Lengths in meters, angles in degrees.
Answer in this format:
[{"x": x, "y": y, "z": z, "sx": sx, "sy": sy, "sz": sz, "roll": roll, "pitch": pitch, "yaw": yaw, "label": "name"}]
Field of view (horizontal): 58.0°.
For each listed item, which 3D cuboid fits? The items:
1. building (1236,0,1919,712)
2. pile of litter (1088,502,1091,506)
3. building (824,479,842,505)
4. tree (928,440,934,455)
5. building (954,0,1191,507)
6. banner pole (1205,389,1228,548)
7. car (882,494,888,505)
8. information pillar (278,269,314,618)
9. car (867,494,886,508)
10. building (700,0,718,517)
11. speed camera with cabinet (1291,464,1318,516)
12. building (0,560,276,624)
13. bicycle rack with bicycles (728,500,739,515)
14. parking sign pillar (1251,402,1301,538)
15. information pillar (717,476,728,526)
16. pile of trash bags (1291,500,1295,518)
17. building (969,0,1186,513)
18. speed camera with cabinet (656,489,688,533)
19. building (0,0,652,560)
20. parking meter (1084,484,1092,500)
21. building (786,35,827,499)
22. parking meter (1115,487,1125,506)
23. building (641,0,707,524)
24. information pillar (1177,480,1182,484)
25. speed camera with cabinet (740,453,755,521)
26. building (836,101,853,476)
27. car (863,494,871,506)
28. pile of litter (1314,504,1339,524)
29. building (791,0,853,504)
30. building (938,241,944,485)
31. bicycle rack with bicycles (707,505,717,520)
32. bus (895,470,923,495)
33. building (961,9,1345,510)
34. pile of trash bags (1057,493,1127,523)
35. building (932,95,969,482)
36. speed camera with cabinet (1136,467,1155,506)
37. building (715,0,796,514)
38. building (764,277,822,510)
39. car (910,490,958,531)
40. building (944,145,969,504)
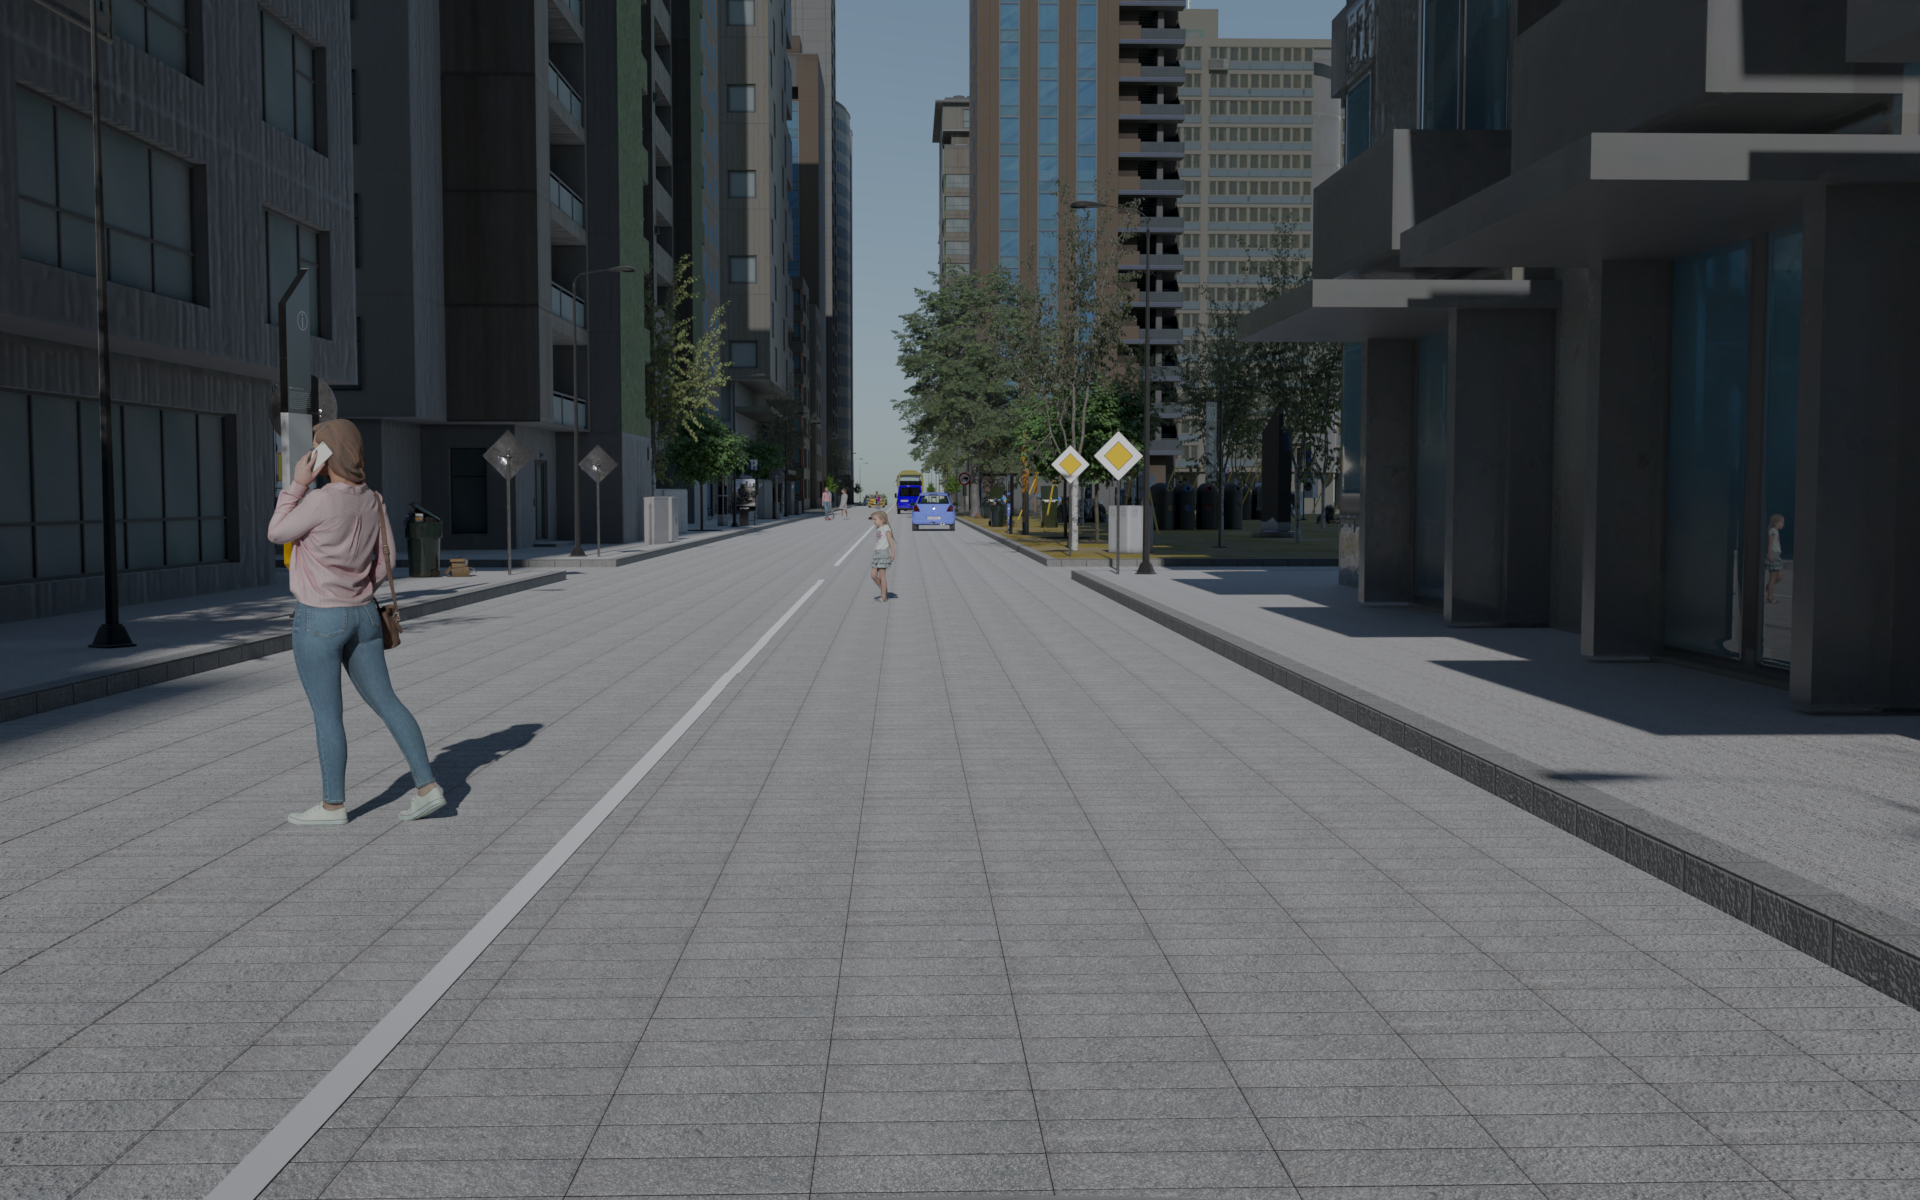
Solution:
[{"x": 15.319, "y": -23.920, "z": 10.702, "sx": 23.786, "sy": 49.044, "sz": 30.456, "roll": 0, "pitch": 4, "yaw": -2, "label": "building"}, {"x": 6.693, "y": -4.934, "z": 94.640, "sx": 1.176, "sy": 0.858, "sz": 1.719, "roll": 0, "pitch": 4, "yaw": 0, "label": "pile of litter"}, {"x": -30.466, "y": -31.443, "z": 205.968, "sx": 32.217, "sy": 40.220, "sz": 23.993, "roll": 0, "pitch": 4, "yaw": -2, "label": "building"}, {"x": -1.704, "y": -15.004, "z": 195.672, "sx": 4.737, "sy": 8.622, "sz": 4.395, "roll": 0, "pitch": 3, "yaw": 0, "label": "tree"}, {"x": 10.978, "y": -52.371, "z": 168.931, "sx": 22.319, "sy": 86.520, "sz": 31.000, "roll": 0, "pitch": 4, "yaw": -2, "label": "building"}, {"x": 6.084, "y": -3.139, "z": 41.345, "sx": 0.401, "sy": 3.779, "sz": 0.863, "roll": 3, "pitch": 5, "yaw": 43, "label": "banner pole"}, {"x": -10.136, "y": -12.905, "z": 219.798, "sx": 1.959, "sy": 1.807, "sz": 4.718, "roll": 0, "pitch": 4, "yaw": -1, "label": "car"}, {"x": -6.833, "y": -1.622, "z": 17.872, "sx": 0.183, "sy": 3.616, "sz": 0.504, "roll": 1, "pitch": 4, "yaw": 8, "label": "information pillar"}, {"x": -8.766, "y": -10.521, "z": 182.244, "sx": 2.015, "sy": 1.641, "sz": 3.980, "roll": 0, "pitch": 4, "yaw": -1, "label": "car"}, {"x": -20.667, "y": -27.089, "z": 93.021, "sx": 14.600, "sy": 45.320, "sz": 14.200, "roll": 0, "pitch": 4, "yaw": -2, "label": "building"}, {"x": 20.062, "y": -6.576, "z": 101.852, "sx": 0.660, "sy": 3.252, "sz": 2.038, "roll": -3, "pitch": 5, "yaw": -42, "label": "speed camera with cabinet"}, {"x": -15.573, "y": -20.572, "z": 19.952, "sx": 14.086, "sy": 41.232, "sz": 14.154, "roll": 0, "pitch": 4, "yaw": -2, "label": "building"}, {"x": -14.032, "y": -5.532, "z": 103.836, "sx": 2.925, "sy": 0.926, "sz": 2.852, "roll": -3, "pitch": 5, "yaw": -45, "label": "bicycle rack with bicycles"}, {"x": 9.363, "y": -3.839, "z": 51.245, "sx": 1.447, "sy": 3.967, "sz": 1.447, "roll": -1, "pitch": 4, "yaw": -12, "label": "parking sign pillar"}, {"x": -9.540, "y": -3.980, "z": 69.566, "sx": 0.304, "sy": 2.012, "sz": 0.304, "roll": 2, "pitch": 4, "yaw": 30, "label": "information pillar"}, {"x": 16.230, "y": -5.074, "z": 92.707, "sx": 3.447, "sy": 1.369, "sz": 1.912, "roll": -2, "pitch": 4, "yaw": -32, "label": "pile of trash bags"}, {"x": 7.820, "y": -28.957, "z": 123.559, "sx": 14.600, "sy": 45.320, "sz": 14.200, "roll": 0, "pitch": 4, "yaw": -2, "label": "building"}, {"x": -9.862, "y": -3.792, "z": 56.333, "sx": 2.038, "sy": 3.252, "sz": 0.660, "roll": -3, "pitch": 5, "yaw": -45, "label": "speed camera with cabinet"}, {"x": -15.666, "y": -21.895, "z": 41.580, "sx": 14.154, "sy": 41.232, "sz": 14.086, "roll": 0, "pitch": 4, "yaw": -2, "label": "building"}, {"x": 7.184, "y": -5.580, "z": 96.942, "sx": 0.399, "sy": 1.863, "sz": 0.255, "roll": -1, "pitch": 4, "yaw": -8, "label": "parking meter"}, {"x": -20.701, "y": -32.020, "z": 173.635, "sx": 14.600, "sy": 45.320, "sz": 14.200, "roll": 0, "pitch": 4, "yaw": -2, "label": "building"}, {"x": 5.721, "y": -3.275, "z": 61.957, "sx": 0.372, "sy": 1.533, "sz": 0.369, "roll": 0, "pitch": 3, "yaw": 0, "label": "parking meter"}, {"x": -18.385, "y": -18.332, "z": 71.423, "sx": 14.160, "sy": 30.474, "sz": 14.107, "roll": 0, "pitch": 4, "yaw": -2, "label": "building"}, {"x": 11.687, "y": -5.345, "z": 91.877, "sx": 0.304, "sy": 2.012, "sz": 0.304, "roll": 0, "pitch": 4, "yaw": 5, "label": "information pillar"}, {"x": -10.149, "y": -5.408, "z": 82.751, "sx": 0.660, "sy": 3.252, "sz": 2.038, "roll": -1, "pitch": 4, "yaw": -10, "label": "speed camera with cabinet"}, {"x": -26.546, "y": -43.468, "z": 252.701, "sx": 21.231, "sy": 58.520, "sz": 28.212, "roll": 0, "pitch": 4, "yaw": -2, "label": "building"}, {"x": -10.802, "y": -12.137, "z": 210.444, "sx": 2.014, "sy": 1.417, "sz": 4.499, "roll": 0, "pitch": 4, "yaw": 0, "label": "car"}, {"x": 16.151, "y": -3.730, "z": 74.951, "sx": 1.719, "sy": 0.858, "sz": 1.176, "roll": 0, "pitch": 4, "yaw": -1, "label": "pile of litter"}, {"x": -24.448, "y": -48.303, "z": 228.003, "sx": 20.563, "sy": 71.187, "sz": 20.611, "roll": 0, "pitch": 4, "yaw": -2, "label": "building"}, {"x": 7.921, "y": -36.746, "z": 255.419, "sx": 22.147, "sy": 44.769, "sz": 28.867, "roll": 0, "pitch": 4, "yaw": -2, "label": "building"}, {"x": -13.714, "y": -4.359, "z": 84.652, "sx": 2.852, "sy": 0.926, "sz": 2.925, "roll": -2, "pitch": 4, "yaw": -33, "label": "bicycle rack with bicycles"}, {"x": -5.198, "y": -11.424, "z": 178.331, "sx": 2.896, "sy": 3.916, "sz": 12.252, "roll": 0, "pitch": 4, "yaw": -3, "label": "bus"}, {"x": 16.391, "y": -27.595, "z": 143.058, "sx": 32.217, "sy": 40.220, "sz": 23.993, "roll": 0, "pitch": 4, "yaw": -2, "label": "building"}, {"x": 6.067, "y": -4.203, "z": 78.472, "sx": 3.447, "sy": 1.369, "sz": 1.912, "roll": -2, "pitch": 4, "yaw": -26, "label": "pile of trash bags"}, {"x": 10.938, "y": -39.015, "z": 227.129, "sx": 28.713, "sy": 52.752, "sz": 27.495, "roll": 0, "pitch": 4, "yaw": -2, "label": "building"}, {"x": 8.862, "y": -5.076, "z": 77.325, "sx": 2.038, "sy": 3.252, "sz": 0.660, "roll": 3, "pitch": 4, "yaw": 37, "label": "speed camera with cabinet"}, {"x": -26.000, "y": -32.633, "z": 122.793, "sx": 28.713, "sy": 52.752, "sz": 27.495, "roll": 0, "pitch": 4, "yaw": -2, "label": "building"}, {"x": -26.739, "y": -18.767, "z": 151.881, "sx": 27.650, "sy": 21.520, "sz": 28.899, "roll": 0, "pitch": 4, "yaw": -2, "label": "building"}, {"x": -1.029, "y": -3.587, "z": 68.243, "sx": 1.945, "sy": 1.707, "sz": 3.694, "roll": 0, "pitch": 4, "yaw": 0, "label": "car"}, {"x": 5.047, "y": -31.942, "z": 205.843, "sx": 14.154, "sy": 41.232, "sz": 14.086, "roll": 0, "pitch": 4, "yaw": -2, "label": "building"}]
